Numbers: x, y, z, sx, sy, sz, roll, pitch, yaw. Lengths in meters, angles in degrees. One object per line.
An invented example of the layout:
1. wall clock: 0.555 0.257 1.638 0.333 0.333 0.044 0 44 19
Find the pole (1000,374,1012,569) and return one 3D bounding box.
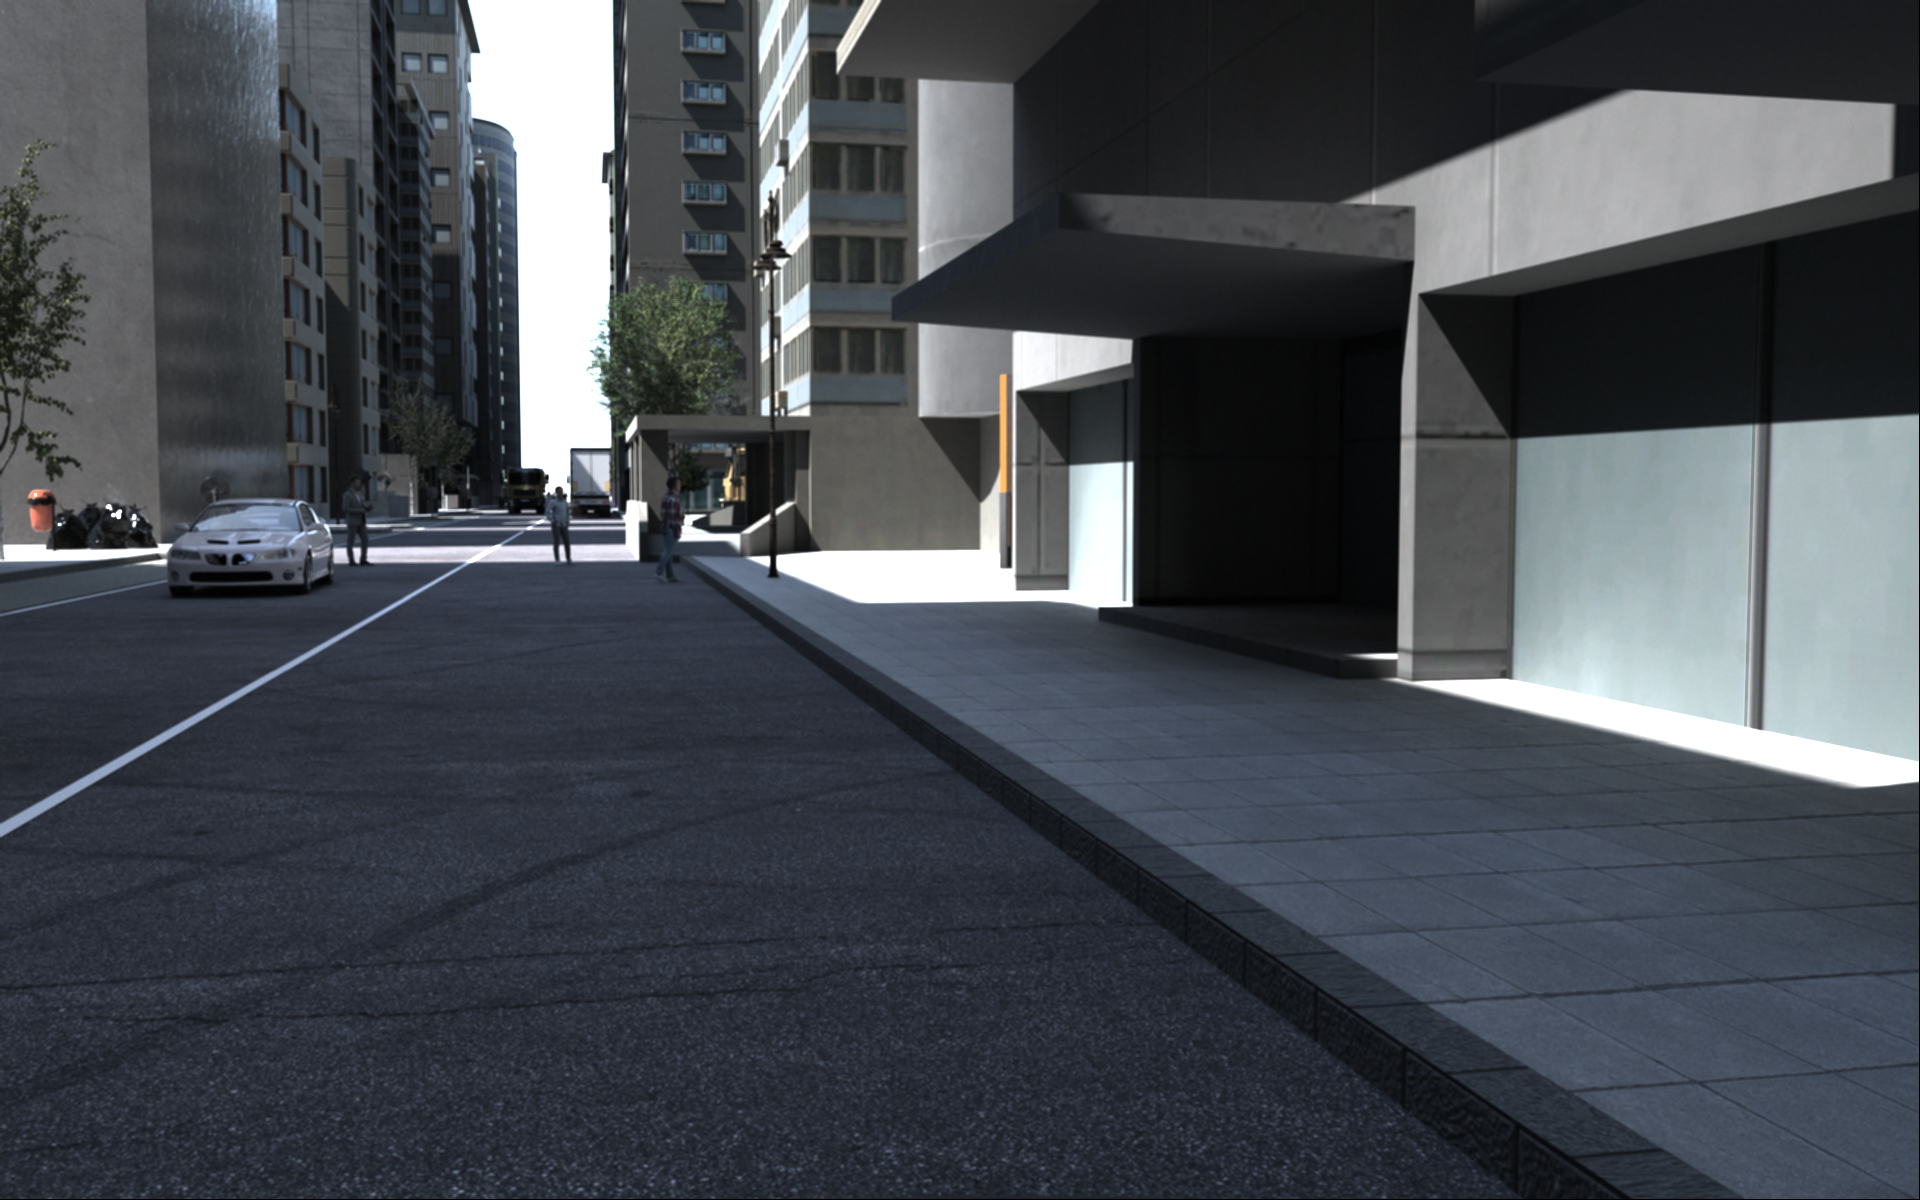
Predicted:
1. pole: 0.789 -2.189 29.642 0.158 3.312 0.155 0 3 0

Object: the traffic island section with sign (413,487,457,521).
1. traffic island section with sign: -28.311 -5.165 93.070 1.989 1.847 2.006 -1 4 -12

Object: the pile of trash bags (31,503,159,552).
1. pile of trash bags: -20.267 -1.853 40.054 1.912 1.369 3.447 0 4 7

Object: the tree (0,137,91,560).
1. tree: -18.618 -5.068 33.223 4.737 8.622 4.395 0 3 0

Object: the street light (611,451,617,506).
1. street light: -36.167 -12.807 182.189 0.468 5.910 1.993 -1 4 -12

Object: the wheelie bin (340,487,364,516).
1. wheelie bin: -26.954 -4.212 76.782 0.980 1.594 0.693 -2 4 -28

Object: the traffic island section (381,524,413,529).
1. traffic island section: -23.617 -2.994 71.235 2.009 0.180 2.903 -1 4 -12

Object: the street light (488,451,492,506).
1. street light: -50.069 -12.969 184.825 0.468 5.910 1.993 -1 4 -12

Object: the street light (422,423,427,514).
1. street light: -34.205 -8.433 110.671 0.468 5.910 1.993 -1 4 -12

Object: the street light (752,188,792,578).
1. street light: -2.876 -3.286 26.514 0.468 5.910 1.993 -1 4 -12

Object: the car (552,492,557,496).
1. car: -69.031 -17.612 296.622 2.281 1.827 5.304 -1 4 -13

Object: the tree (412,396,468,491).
1. tree: -39.139 -10.948 129.366 4.737 8.622 4.395 0 3 0

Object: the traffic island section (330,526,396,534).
1. traffic island section: -21.943 -2.517 63.427 2.009 0.180 2.903 -1 4 -12

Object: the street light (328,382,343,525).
1. street light: -25.686 -6.028 71.344 0.468 5.910 1.993 -1 4 -12

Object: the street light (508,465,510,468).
1. street light: -59.222 -15.584 227.586 0.468 5.910 1.993 -1 4 -12

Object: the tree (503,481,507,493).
1. tree: -58.043 -13.741 219.269 1.663 3.219 1.824 0 3 0

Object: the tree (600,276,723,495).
1. tree: -9.657 -6.564 57.689 4.737 8.622 4.395 0 3 0

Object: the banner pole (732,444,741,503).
1. banner pole: -8.197 -4.498 63.557 0.401 3.779 0.863 1 4 18

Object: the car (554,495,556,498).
1. car: -44.752 -10.781 188.844 1.945 1.354 3.894 -1 4 -11

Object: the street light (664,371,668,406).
1. street light: -11.042 -5.655 65.245 0.468 5.910 1.993 -1 4 -12

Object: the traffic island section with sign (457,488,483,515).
1. traffic island section with sign: -33.998 -6.786 119.571 1.989 1.847 2.006 -1 4 -12

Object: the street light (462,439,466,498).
1. street light: -41.752 -10.580 145.767 0.468 5.910 1.993 -1 4 -12

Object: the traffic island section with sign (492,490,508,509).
1. traffic island section with sign: -44.532 -9.791 168.713 1.989 1.847 2.006 -1 4 -12

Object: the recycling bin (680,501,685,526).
1. recycling bin: -10.175 -2.970 61.113 0.722 1.027 0.722 -2 4 -31

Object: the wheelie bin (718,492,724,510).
1. wheelie bin: -10.218 -4.189 76.392 0.693 1.594 0.980 -3 5 -44

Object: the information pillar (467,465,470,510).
1. information pillar: -39.940 -9.125 140.547 0.183 3.616 0.504 -1 4 -13

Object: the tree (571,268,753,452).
1. tree: -16.182 -11.254 94.374 12.009 13.543 11.850 0 3 0

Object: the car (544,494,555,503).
1. car: -39.056 -9.422 163.829 2.009 1.686 4.222 -1 4 -12

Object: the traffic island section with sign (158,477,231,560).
1. traffic island section with sign: -16.669 -1.839 38.700 1.989 1.847 2.006 -1 4 -12

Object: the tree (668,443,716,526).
1. tree: -9.894 -4.175 62.861 1.663 3.219 1.824 0 3 0

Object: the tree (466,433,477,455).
1. tree: -40.183 -11.297 135.061 4.360 8.622 3.978 0 3 0

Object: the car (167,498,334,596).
1. car: -10.579 -0.837 26.049 2.083 1.381 4.827 -1 4 -14

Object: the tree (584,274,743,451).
1. tree: -13.814 -9.485 80.843 9.928 11.665 9.643 0 3 0

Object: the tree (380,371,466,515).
1. tree: -32.628 -9.379 103.711 4.360 8.622 3.978 0 3 0
